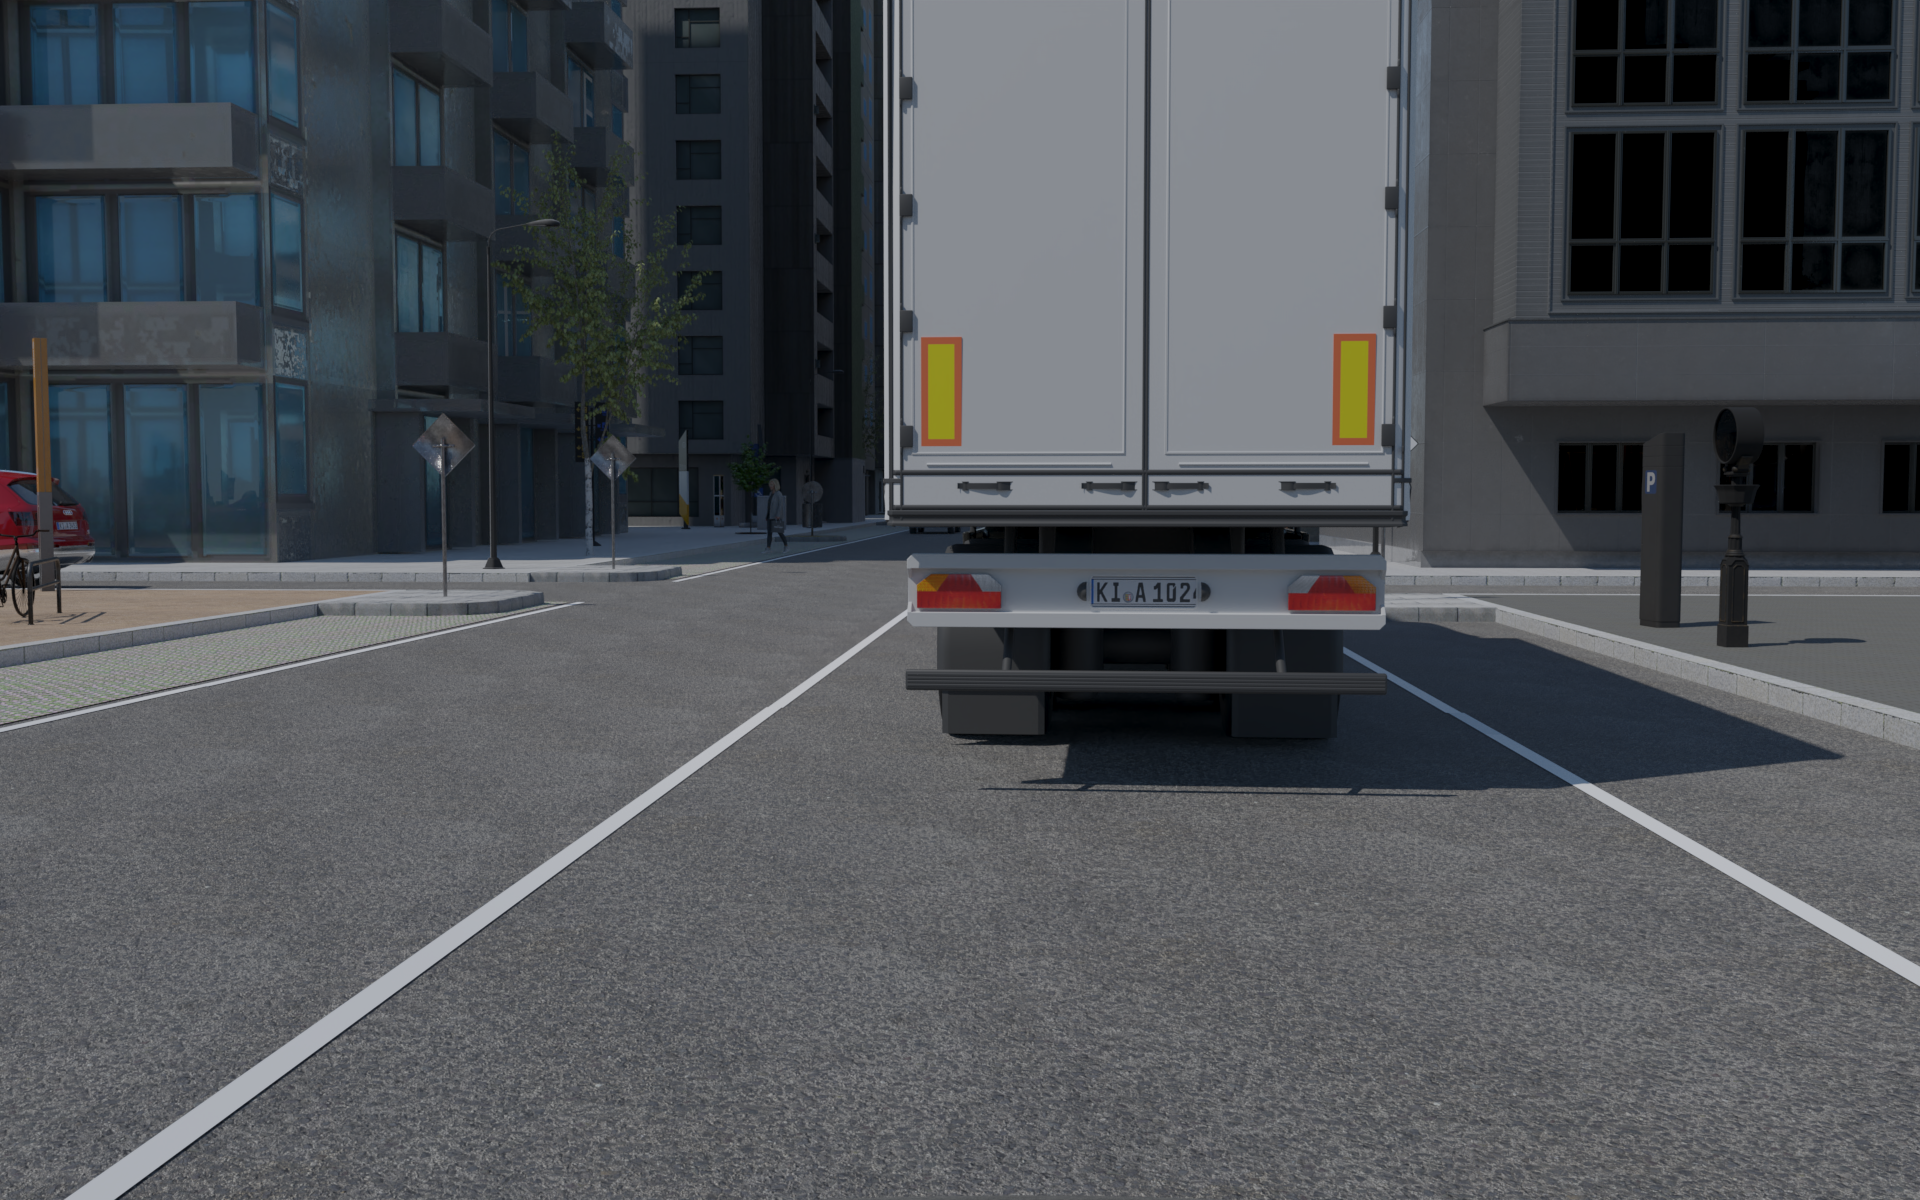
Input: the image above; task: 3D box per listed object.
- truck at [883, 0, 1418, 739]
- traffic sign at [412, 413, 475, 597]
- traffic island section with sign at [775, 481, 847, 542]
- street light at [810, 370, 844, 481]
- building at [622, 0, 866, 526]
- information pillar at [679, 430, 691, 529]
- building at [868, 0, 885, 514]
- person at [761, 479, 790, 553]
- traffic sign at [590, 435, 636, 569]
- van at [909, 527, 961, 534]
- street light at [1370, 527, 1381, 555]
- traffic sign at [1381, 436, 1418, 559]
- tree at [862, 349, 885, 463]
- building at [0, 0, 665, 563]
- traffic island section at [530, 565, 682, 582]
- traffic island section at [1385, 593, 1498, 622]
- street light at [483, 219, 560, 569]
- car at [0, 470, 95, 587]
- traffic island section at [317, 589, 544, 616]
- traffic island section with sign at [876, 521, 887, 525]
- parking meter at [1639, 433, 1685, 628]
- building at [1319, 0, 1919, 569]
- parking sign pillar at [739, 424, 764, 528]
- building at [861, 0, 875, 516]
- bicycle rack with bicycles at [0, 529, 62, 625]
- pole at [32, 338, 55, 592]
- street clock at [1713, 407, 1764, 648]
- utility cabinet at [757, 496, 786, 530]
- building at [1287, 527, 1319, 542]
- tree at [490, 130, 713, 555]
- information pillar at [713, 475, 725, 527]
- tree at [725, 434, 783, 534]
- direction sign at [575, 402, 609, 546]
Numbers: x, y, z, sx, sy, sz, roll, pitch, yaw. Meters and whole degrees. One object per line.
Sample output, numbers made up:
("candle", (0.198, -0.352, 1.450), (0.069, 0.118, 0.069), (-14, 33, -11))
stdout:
("truck", (1.349, -1.504, 13.510), (2.839, 4.237, 11.283), (0, 4, 5))
("traffic sign", (-6.429, -1.097, 21.582), (0.795, 2.450, 0.064), (0, 4, 4))
("traffic island section with sign", (-4.483, -2.682, 52.473), (1.989, 1.847, 2.006), (0, 4, 4))
("street light", (-5.054, -5.657, 65.034), (1.470, 5.913, 1.316), (0, 4, 4))
("building", (-11.906, -18.506, 74.275), (14.160, 30.474, 14.107), (0, 4, 4))
("information pillar", (-10.050, -4.387, 63.082), (0.504, 3.616, 0.183), (3, 5, 45))
("building", (-10.486, -26.188, 111.771), (14.154, 41.232, 14.086), (0, 4, 4))
("person", (-4.387, -2.010, 41.550), (0.728, 1.800, 0.709), (-3, 4, -36))
("traffic sign", (-5.919, -1.585, 29.551), (0.795, 2.450, 0.064), (0, 4, 4))
("van", (-0.899, -3.481, 63.924), (2.013, 2.044, 4.112), (0, 4, 5))
("street light", (7.290, -3.668, 32.511), (1.470, 5.913, 1.316), (0, 4, 4))
("traffic sign", (5.091, -1.051, 20.827), (0.795, 2.450, 0.064), (0, 4, 4))
("tree", (-5.113, -8.284, 85.800), (4.360, 8.622, 3.978), (0, 3, 0))
("building", (-21.411, -25.958, 44.027), (23.786, 49.044, 30.456), (0, 4, 4))
("traffic island section", (-5.943, -0.449, 29.614), (2.009, 0.180, 2.903), (0, 4, 4))
("traffic island section", (5.115, 0.084, 20.903), (2.009, 0.180, 2.903), (0, 4, 4))
("street light", (-7.450, -3.482, 29.466), (1.470, 5.913, 1.316), (0, 4, 4))
("car", (-15.744, -1.043, 25.721), (5.304, 1.827, 2.281), (0, 4, 2))
("traffic island section", (-6.453, 0.039, 21.645), (2.009, 0.180, 2.903), (0, 4, 4))
("traffic island section with sign", (-2.769, -4.327, 79.374), (1.989, 1.847, 2.006), (0, 4, 4))
("parking meter", (6.778, -0.674, 16.733), (0.255, 1.863, 0.399), (0, 4, -5))
("building", (23.227, -13.129, 33.731), (30.058, 24.678, 14.314), (0, 4, 4))
("parking sign pillar", (-7.774, -4.766, 66.400), (1.447, 3.967, 1.447), (-1, 4, -10))
("building", (-12.444, -27.272, 96.013), (14.600, 45.320, 14.200), (0, 4, 4))
("bicycle rack with bicycles", (-10.306, -0.240, 17.300), (2.852, 0.926, 2.925), (-1, 4, -18))
("pole", (-12.050, -1.769, 22.772), (0.158, 3.312, 0.155), (0, 3, 0))
("street clock", (6.495, -0.608, 14.505), (0.358, 2.002, 0.471), (0, 3, 0))
("utility cabinet", (-6.759, -3.118, 62.136), (1.020, 1.237, 0.306), (0, 4, 0))
("building", (19.712, -15.753, 62.081), (19.350, 26.468, 34.151), (0, 4, 4))
("tree", (-7.515, -5.237, 35.985), (4.737, 8.622, 4.395), (0, 3, 0))
("information pillar", (-9.262, -3.796, 66.561), (0.304, 2.012, 0.304), (2, 4, 25))
("tree", (-6.826, -3.735, 55.661), (1.663, 3.219, 1.824), (0, 3, 0))
("direction sign", (-9.057, -3.101, 42.699), (0.876, 3.537, 0.379), (-2, 4, -35))
